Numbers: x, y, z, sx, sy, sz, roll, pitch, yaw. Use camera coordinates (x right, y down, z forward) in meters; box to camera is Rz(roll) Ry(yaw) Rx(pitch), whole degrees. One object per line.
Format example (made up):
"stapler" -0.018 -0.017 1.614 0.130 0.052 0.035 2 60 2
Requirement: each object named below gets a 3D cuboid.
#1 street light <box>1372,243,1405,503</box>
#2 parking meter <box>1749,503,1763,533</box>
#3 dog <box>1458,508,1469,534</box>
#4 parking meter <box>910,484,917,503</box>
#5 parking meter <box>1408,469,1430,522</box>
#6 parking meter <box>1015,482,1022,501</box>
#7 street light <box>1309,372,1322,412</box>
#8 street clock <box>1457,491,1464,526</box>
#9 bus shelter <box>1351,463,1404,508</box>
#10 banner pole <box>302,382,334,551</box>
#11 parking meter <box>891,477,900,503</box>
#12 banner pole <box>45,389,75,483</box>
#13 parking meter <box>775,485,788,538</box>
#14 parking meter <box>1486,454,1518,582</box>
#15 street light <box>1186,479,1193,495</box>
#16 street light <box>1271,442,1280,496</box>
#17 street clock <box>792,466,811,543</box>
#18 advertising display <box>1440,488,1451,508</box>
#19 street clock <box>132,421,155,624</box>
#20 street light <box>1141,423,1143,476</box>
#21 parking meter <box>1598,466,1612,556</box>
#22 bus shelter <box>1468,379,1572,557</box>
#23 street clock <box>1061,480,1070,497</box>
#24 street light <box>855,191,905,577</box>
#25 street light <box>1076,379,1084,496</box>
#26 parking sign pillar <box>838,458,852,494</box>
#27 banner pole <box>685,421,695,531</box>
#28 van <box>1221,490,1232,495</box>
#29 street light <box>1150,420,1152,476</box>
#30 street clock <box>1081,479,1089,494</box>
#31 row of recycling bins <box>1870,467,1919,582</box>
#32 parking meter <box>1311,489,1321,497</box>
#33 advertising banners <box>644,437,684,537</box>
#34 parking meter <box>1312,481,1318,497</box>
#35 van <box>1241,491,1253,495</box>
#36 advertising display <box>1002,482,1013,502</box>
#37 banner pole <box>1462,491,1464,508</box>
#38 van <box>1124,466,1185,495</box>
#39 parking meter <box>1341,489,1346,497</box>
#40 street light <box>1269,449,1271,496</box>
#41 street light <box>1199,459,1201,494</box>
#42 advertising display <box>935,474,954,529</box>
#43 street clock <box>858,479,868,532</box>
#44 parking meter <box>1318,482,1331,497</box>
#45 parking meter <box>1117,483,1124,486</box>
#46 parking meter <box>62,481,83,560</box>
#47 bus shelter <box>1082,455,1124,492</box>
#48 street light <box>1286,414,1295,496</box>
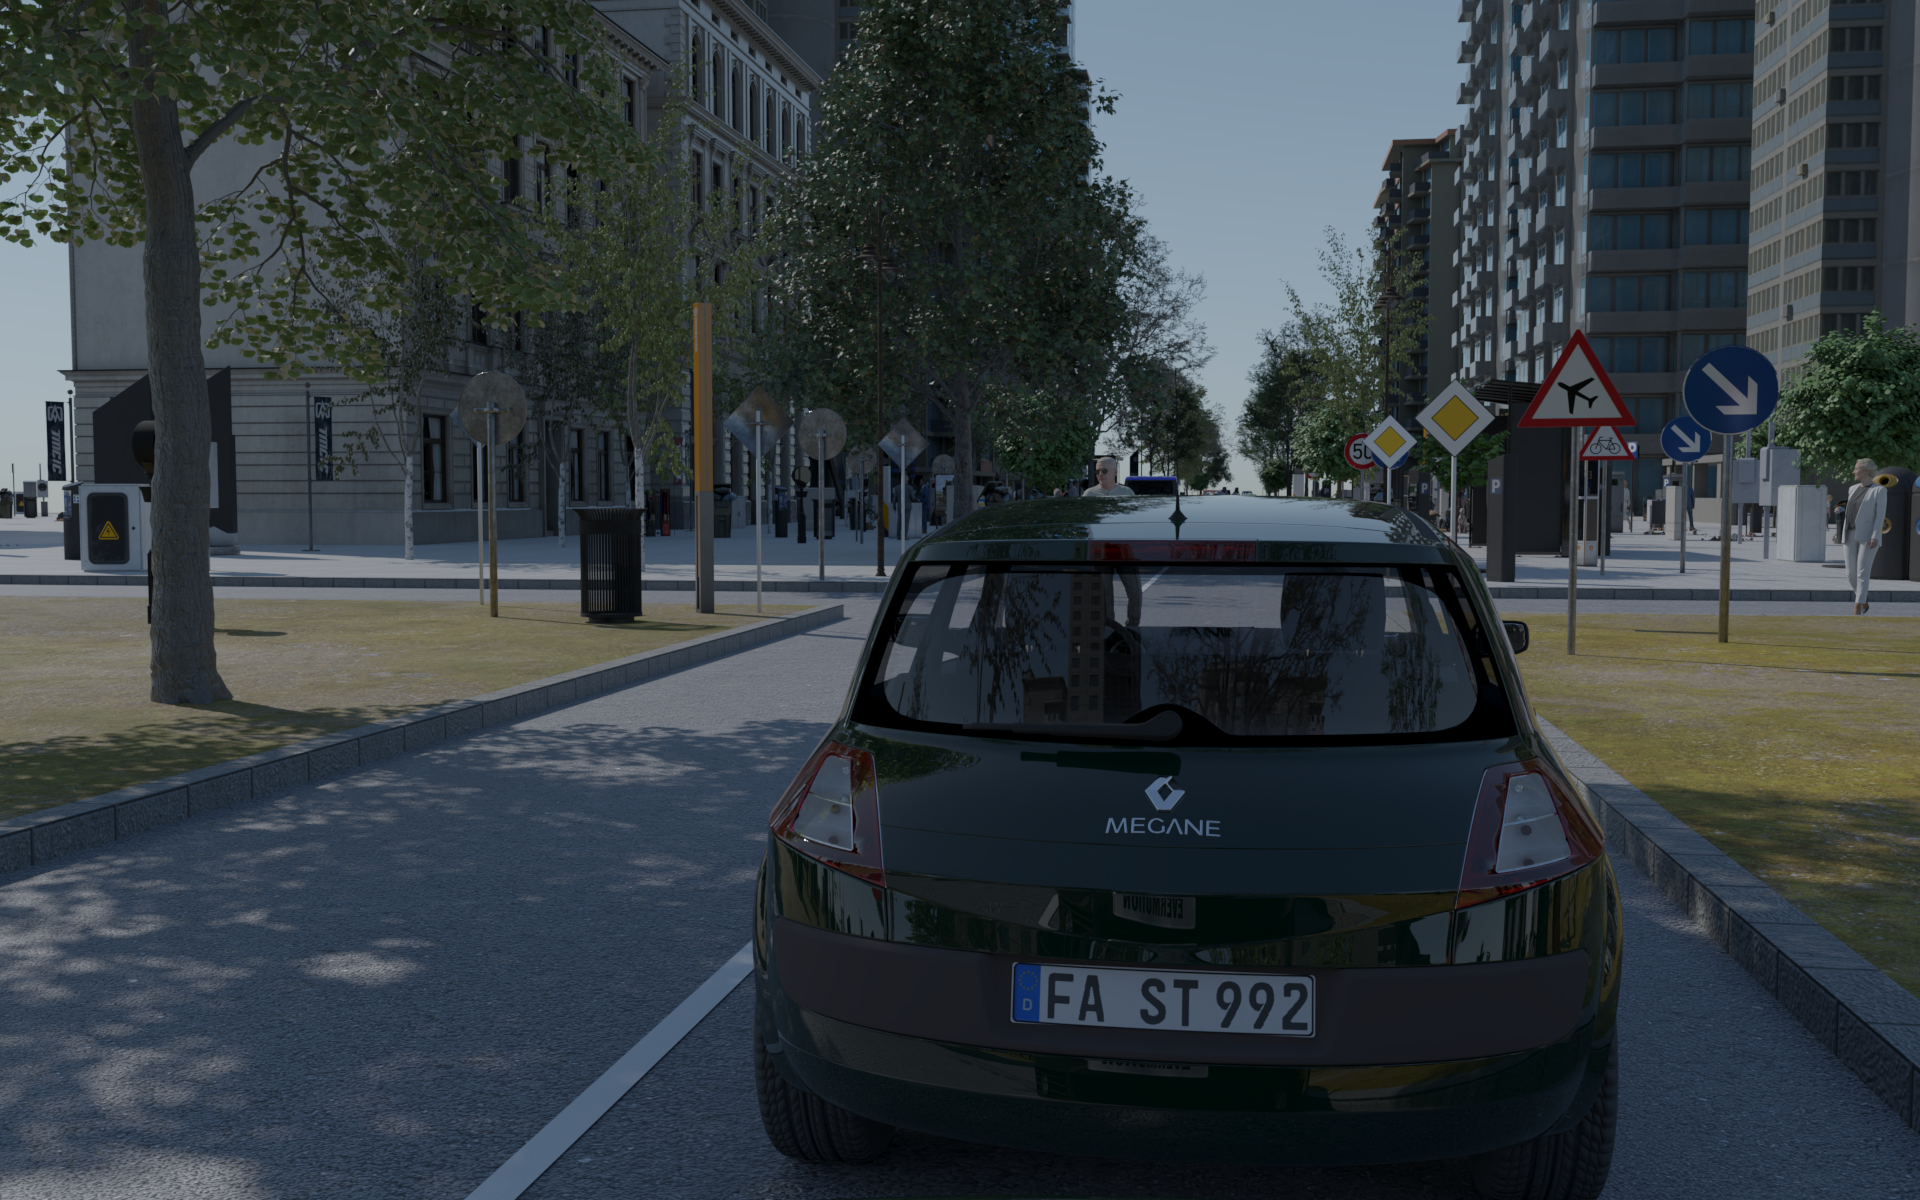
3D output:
"street light" 7.918 -3.631 32.150 0.468 5.910 1.993 1 4 9
"parking meter" 26.211 -2.972 57.009 0.372 1.533 0.369 0 3 0
"dog" 16.418 -2.555 56.148 0.800 0.831 0.513 -2 4 -23
"parking meter" -2.657 -5.682 98.619 0.255 1.863 0.399 3 4 38
"parking meter" 9.090 -1.750 34.320 0.399 1.863 0.255 -2 4 -33
"parking meter" 2.942 -4.862 85.207 0.399 1.863 0.255 1 4 15
"street light" 13.346 -5.654 65.230 0.468 5.910 1.993 1 4 9
"street clock" 19.460 -3.841 67.378 0.471 2.002 0.358 -2 4 -35
"bus shelter" 15.569 -4.327 64.667 2.014 3.302 5.546 1 4 9
"banner pole" -14.465 -2.998 39.028 0.401 3.779 0.863 2 4 33
"parking meter" -2.203 -3.213 58.247 0.399 1.863 0.255 -1 4 -16
"banner pole" -21.371 -3.135 41.279 0.401 3.779 0.863 2 4 30
"parking meter" -5.270 -2.609 51.068 0.372 1.533 0.369 0 3 0
"parking meter" 7.913 -1.199 25.320 0.255 1.863 0.399 -2 4 -25
"street light" 22.210 -12.027 169.432 0.468 5.910 1.993 1 4 9
"street light" 25.853 -10.307 141.304 0.468 5.910 1.993 1 4 9
"street clock" -4.118 -2.476 45.045 0.471 2.002 0.358 -2 4 -25
"advertising display" 24.141 -4.947 86.096 0.123 1.923 0.974 -1 4 -11
"street clock" -7.925 -0.769 17.137 0.358 2.002 0.471 1 4 9
"street light" 9.747 -7.351 92.968 0.468 5.910 1.993 1 4 9
"parking meter" 13.313 -1.854 36.027 0.255 1.863 0.399 -3 5 -44
"bus shelter" 12.154 -2.871 38.220 1.731 3.624 6.357 1 4 9
"street clock" 5.088 -4.854 83.938 0.358 2.002 0.471 -2 4 -35
"street light" -1.234 -3.305 26.829 0.468 5.910 1.993 1 4 9
"street light" 4.157 -5.329 59.915 0.468 5.910 1.993 1 4 9
"parking sign pillar" -6.692 -6.948 102.079 1.447 3.967 1.447 2 4 28
"banner pole" -9.323 -4.250 59.511 0.401 3.779 0.863 1 4 8
"van" 34.826 -13.705 228.454 2.240 2.365 5.245 1 4 9
"street light" 11.369 -7.976 103.202 0.468 5.910 1.993 1 4 9
"street clock" 6.034 -4.805 83.128 0.471 2.002 0.358 -3 5 -41
"row of recycling bins" 14.354 -1.081 24.785 1.069 1.692 3.534 -1 4 -11
"parking meter" 16.970 -4.548 82.767 0.372 1.533 0.369 0 3 0
"advertising banners" -8.974 -3.449 52.575 0.090 3.025 2.074 2 4 25
"parking meter" 15.765 -4.346 76.765 0.255 1.863 0.399 1 4 22
"van" 36.276 -12.955 218.823 2.013 2.044 4.112 1 4 10
"advertising display" 2.421 -5.373 93.070 0.974 1.923 0.123 -3 4 -37
"banner pole" 20.757 -4.954 71.008 0.401 3.779 0.863 -1 4 -19
"van" 6.314 -3.220 57.036 2.240 2.365 5.245 1 4 8
"parking meter" 20.830 -5.226 93.849 0.372 1.533 0.369 0 3 0
"street light" 31.273 -12.330 174.385 0.468 5.910 1.993 1 4 9
"street light" 30.432 -15.069 219.158 0.468 5.910 1.993 1 4 9
"advertising display" -0.309 -3.012 54.461 0.974 1.923 0.123 0 4 0
"street clock" -3.275 -3.310 58.688 0.358 2.002 0.471 0 4 -7
"parking meter" 14.170 -3.753 67.077 0.399 1.863 0.255 1 4 10
"parking meter" 8.494 -5.228 91.189 0.399 1.863 0.255 3 4 39
"parking meter" -17.305 -1.554 33.821 0.372 1.533 0.369 0 3 0
"bus shelter" 7.474 -7.111 93.903 2.179 5.291 8.768 1 4 9
"street light" 18.813 -7.677 98.303 0.468 5.910 1.993 1 4 9
